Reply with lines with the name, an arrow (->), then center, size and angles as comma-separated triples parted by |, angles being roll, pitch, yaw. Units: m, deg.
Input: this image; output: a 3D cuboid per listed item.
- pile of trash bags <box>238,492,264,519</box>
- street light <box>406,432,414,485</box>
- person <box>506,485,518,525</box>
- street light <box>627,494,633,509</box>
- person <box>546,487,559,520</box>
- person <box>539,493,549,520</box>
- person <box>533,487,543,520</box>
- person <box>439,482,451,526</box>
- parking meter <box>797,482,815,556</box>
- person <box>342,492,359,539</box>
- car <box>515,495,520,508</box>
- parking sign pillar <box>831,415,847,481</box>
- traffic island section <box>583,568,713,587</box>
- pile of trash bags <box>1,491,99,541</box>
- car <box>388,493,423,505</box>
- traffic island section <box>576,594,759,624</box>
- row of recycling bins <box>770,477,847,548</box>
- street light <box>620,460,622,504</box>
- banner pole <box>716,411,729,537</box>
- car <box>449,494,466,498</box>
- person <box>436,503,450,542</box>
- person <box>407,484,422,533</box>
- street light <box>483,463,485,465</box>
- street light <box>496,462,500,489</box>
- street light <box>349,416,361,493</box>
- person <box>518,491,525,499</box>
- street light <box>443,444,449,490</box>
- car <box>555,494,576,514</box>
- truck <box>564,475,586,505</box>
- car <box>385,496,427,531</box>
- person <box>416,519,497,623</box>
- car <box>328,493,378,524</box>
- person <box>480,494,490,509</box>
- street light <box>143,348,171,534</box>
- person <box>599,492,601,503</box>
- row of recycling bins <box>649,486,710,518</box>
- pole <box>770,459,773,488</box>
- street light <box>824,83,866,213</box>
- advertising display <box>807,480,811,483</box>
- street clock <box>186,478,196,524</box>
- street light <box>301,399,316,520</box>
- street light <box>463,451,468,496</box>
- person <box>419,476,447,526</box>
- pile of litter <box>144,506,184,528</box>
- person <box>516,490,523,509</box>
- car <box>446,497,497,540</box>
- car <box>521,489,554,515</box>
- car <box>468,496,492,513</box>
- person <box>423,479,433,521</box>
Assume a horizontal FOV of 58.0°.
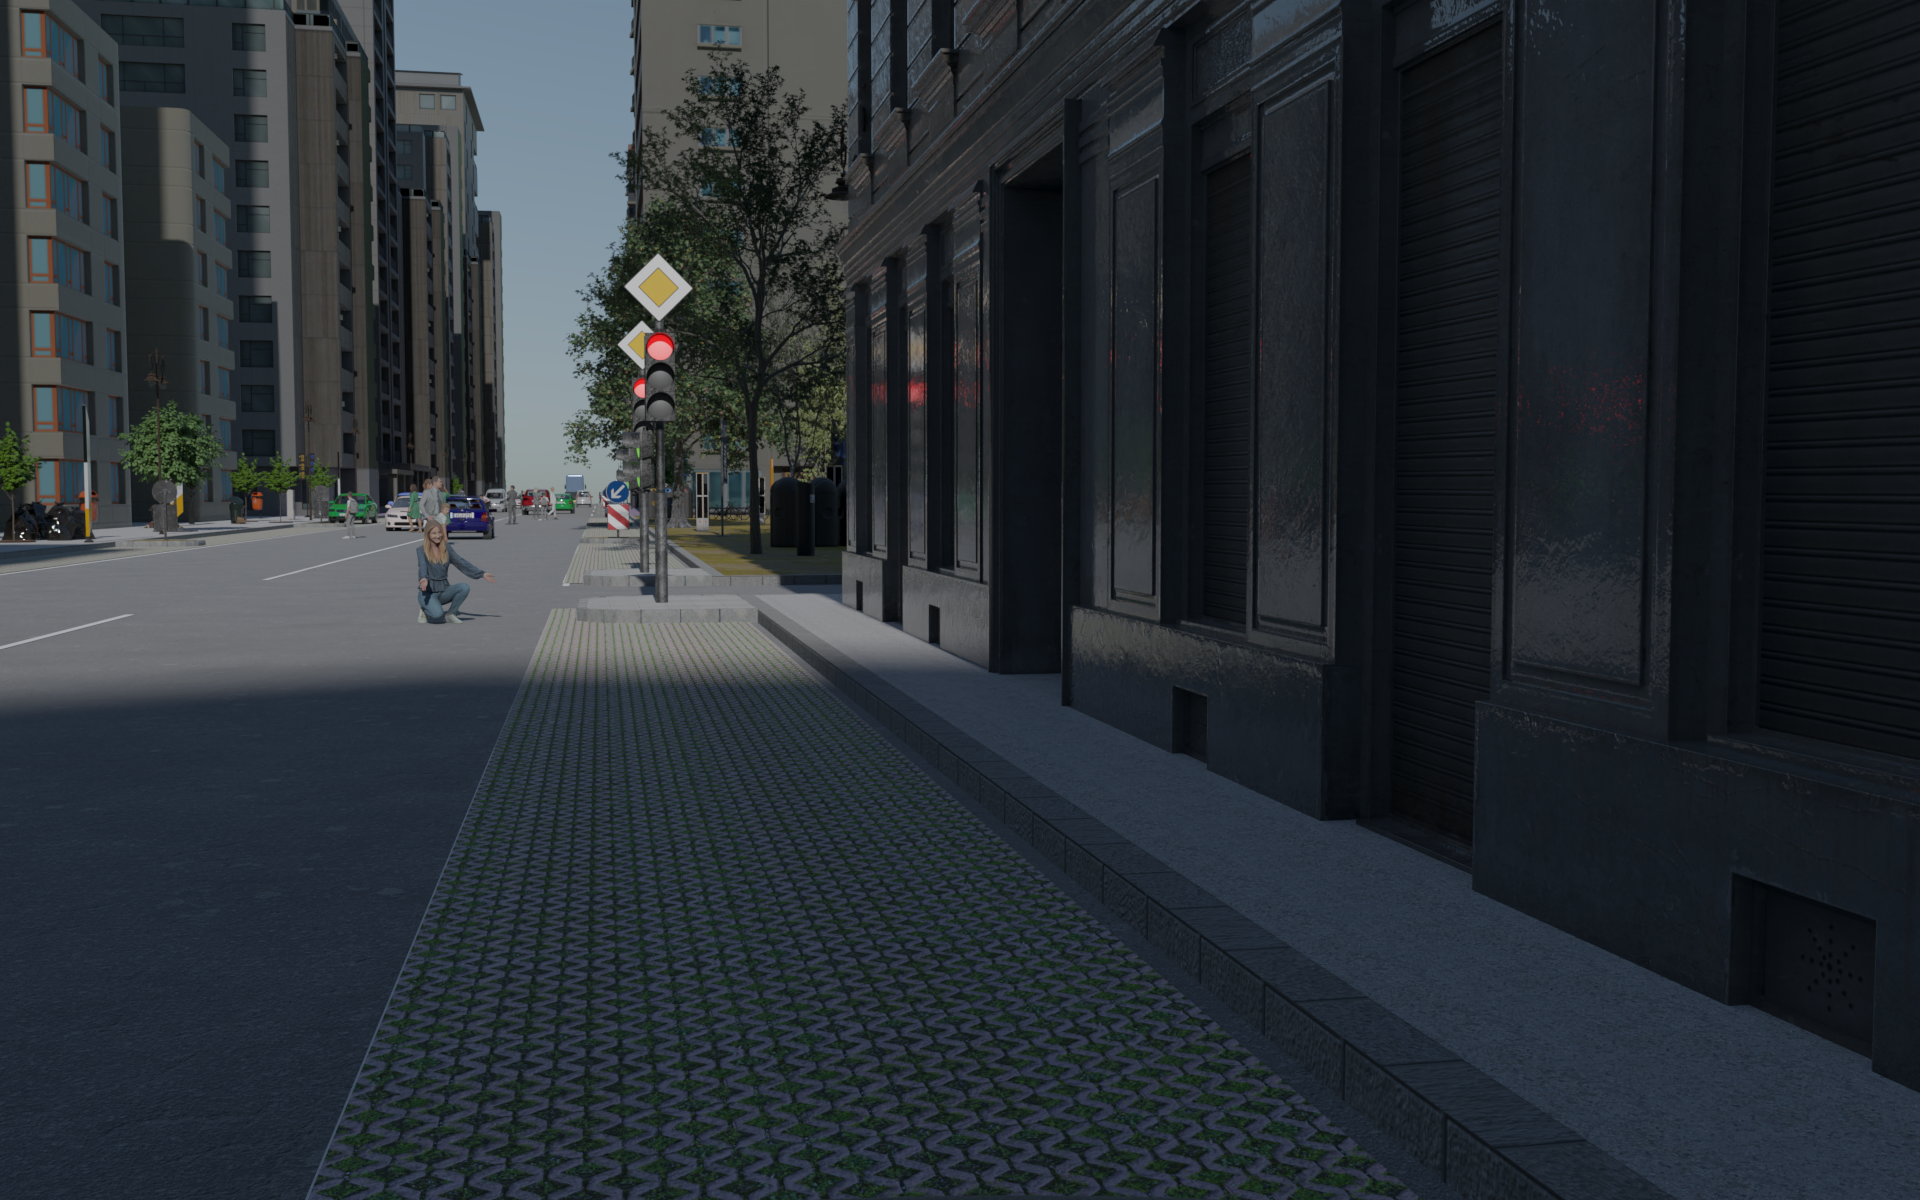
pile of trash bags -> -37.853, -4.928, 90.319 | 3.447, 1.369, 1.912 | 1, 4, 14
street light -> -41.119, -9.602, 129.776 | 0.468, 5.910, 1.993 | -1, 4, -12
person -> -21.143, -4.476, 81.482 | 0.447, 1.846, 0.655 | 2, 4, 30
street light -> -27.962, -10.682, 147.444 | 0.468, 5.910, 1.993 | -1, 4, -12
person -> -22.931, -5.438, 97.296 | 0.818, 1.842, 0.514 | -2, 4, -29
person -> -22.673, -5.088, 94.282 | 0.523, 1.515, 0.503 | 2, 4, 24
person -> -23.450, -5.348, 96.121 | 0.526, 1.800, 0.537 | -1, 4, -16
person -> -14.415, -2.401, 47.996 | 0.600, 1.795, 0.529 | -1, 4, -16
parking meter -> -3.205, -1.686, 35.982 | 0.372, 1.533, 0.369 | 0, 3, 0
person -> -19.621, -2.730, 55.738 | 0.523, 1.515, 0.503 | -1, 4, -16
car -> -43.479, -9.766, 172.034 | 2.083, 1.381, 4.827 | -1, 4, -11
parking sign pillar -> -3.860, -4.297, 58.720 | 1.447, 3.967, 1.447 | 2, 4, 28
traffic island section -> -5.129, -0.369, 28.309 | 2.009, 0.180, 2.903 | -1, 4, -12
pile of trash bags -> -25.392, -2.399, 48.973 | 1.912, 1.369, 3.447 | 0, 4, 1
car -> -24.052, -4.063, 76.029 | 1.945, 1.707, 3.694 | -1, 4, -13
traffic island section -> -3.504, 0.110, 20.491 | 2.009, 0.180, 2.903 | -1, 4, -12
row of recycling bins -> -3.006, -2.166, 42.524 | 3.534, 1.692, 1.069 | -3, 4, -36
street light -> -38.745, -13.866, 199.494 | 0.468, 5.910, 1.993 | -1, 4, -12
banner pole -> -7.107, -3.800, 52.149 | 0.401, 3.779, 0.863 | -1, 4, -22
car -> -30.971, -5.755, 106.095 | 2.014, 1.417, 4.499 | -1, 4, -10
person -> -10.338, -1.310, 34.604 | 0.352, 1.250, 0.332 | 0, 4, 1
person -> -20.302, -3.406, 64.441 | 0.529, 1.795, 0.600 | 0, 4, -2
street light -> -58.089, -14.573, 211.056 | 0.468, 5.910, 1.993 | -1, 4, -12
street light -> -64.047, -16.365, 240.349 | 0.468, 5.910, 1.993 | -1, 4, -12
street light -> -35.021, -7.807, 100.427 | 0.468, 5.910, 1.993 | -1, 4, -12
person -> -40.924, -9.387, 162.705 | 1.217, 1.736, 0.721 | 0, 4, -1
street light -> -47.221, -11.394, 159.085 | 0.468, 5.910, 1.993 | -1, 4, -12
car -> -29.185, -7.229, 126.983 | 1.959, 1.807, 4.718 | -1, 4, -11
truck -> -51.856, -14.842, 232.420 | 2.967, 4.110, 18.799 | -1, 4, -11
car -> -21.550, -3.429, 68.429 | 2.083, 1.381, 4.827 | -1, 4, -12
person -> -5.645, -0.317, 19.176 | 1.012, 1.151, 0.738 | -3, 5, -41
car -> -28.969, -4.519, 82.677 | 1.959, 1.807, 4.718 | -1, 4, -10
person -> -28.517, -5.638, 103.874 | 0.628, 1.438, 0.799 | 0, 4, 0
street light -> -25.367, -5.019, 54.849 | 0.468, 5.910, 1.993 | -1, 4, -12
person -> -49.634, -14.071, 239.236 | 0.721, 1.739, 1.217 | -2, 4, -35
row of recycling bins -> -15.035, -5.182, 91.842 | 3.534, 1.692, 1.069 | 0, 4, -1
pole -> -10.928, -6.524, 100.502 | 0.158, 3.312, 0.155 | 0, 3, 0
street light -> -1.239, -2.890, 20.040 | 0.468, 5.910, 1.993 | -1, 4, -12
advertising display -> -6.477, -4.510, 78.954 | 0.974, 1.923, 0.123 | -1, 4, -19
street clock -> -32.643, -4.218, 73.537 | 0.471, 2.002, 0.358 | -3, 5, -39
street light -> -31.589, -6.808, 84.100 | 0.468, 5.910, 1.993 | -1, 4, -12
street light -> -51.951, -12.786, 181.836 | 0.468, 5.910, 1.993 | -1, 4, -12
person -> -11.094, -1.709, 36.541 | 0.391, 1.810, 0.635 | 1, 4, 17
pile of litter -> -30.141, -3.142, 65.336 | 1.719, 0.858, 1.176 | 2, 4, 26
person -> -41.998, -9.639, 166.174 | 1.350, 1.814, 0.705 | -2, 4, -25
car -> -15.858, -2.626, 55.518 | 1.945, 1.354, 3.894 | -1, 4, -13
car -> -29.089, -6.771, 119.380 | 2.281, 1.827, 5.304 | -1, 4, -11
car -> -32.902, -6.443, 117.916 | 1.945, 1.354, 3.894 | -1, 4, -11
person -> -12.443, -1.973, 41.039 | 0.573, 1.790, 0.520 | -2, 4, -30
